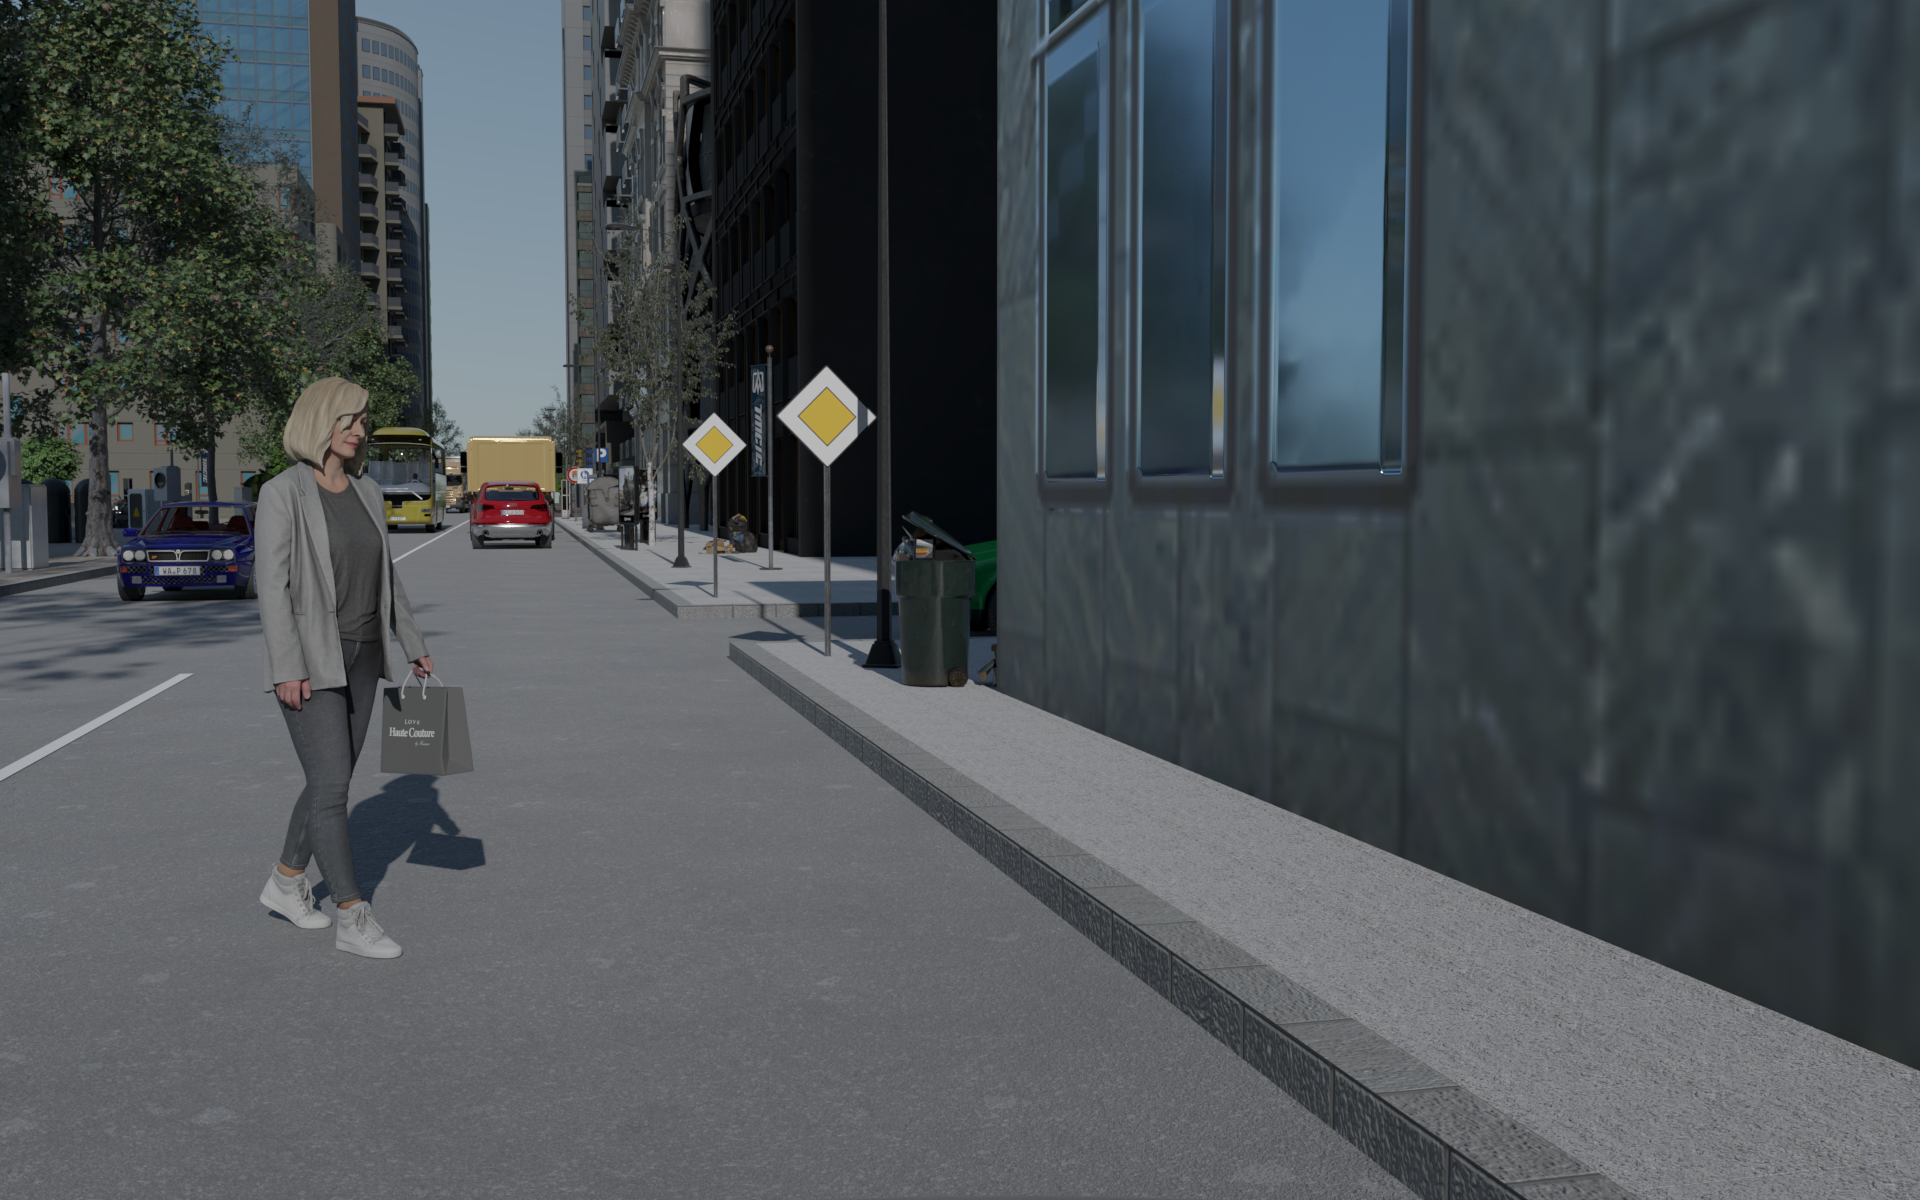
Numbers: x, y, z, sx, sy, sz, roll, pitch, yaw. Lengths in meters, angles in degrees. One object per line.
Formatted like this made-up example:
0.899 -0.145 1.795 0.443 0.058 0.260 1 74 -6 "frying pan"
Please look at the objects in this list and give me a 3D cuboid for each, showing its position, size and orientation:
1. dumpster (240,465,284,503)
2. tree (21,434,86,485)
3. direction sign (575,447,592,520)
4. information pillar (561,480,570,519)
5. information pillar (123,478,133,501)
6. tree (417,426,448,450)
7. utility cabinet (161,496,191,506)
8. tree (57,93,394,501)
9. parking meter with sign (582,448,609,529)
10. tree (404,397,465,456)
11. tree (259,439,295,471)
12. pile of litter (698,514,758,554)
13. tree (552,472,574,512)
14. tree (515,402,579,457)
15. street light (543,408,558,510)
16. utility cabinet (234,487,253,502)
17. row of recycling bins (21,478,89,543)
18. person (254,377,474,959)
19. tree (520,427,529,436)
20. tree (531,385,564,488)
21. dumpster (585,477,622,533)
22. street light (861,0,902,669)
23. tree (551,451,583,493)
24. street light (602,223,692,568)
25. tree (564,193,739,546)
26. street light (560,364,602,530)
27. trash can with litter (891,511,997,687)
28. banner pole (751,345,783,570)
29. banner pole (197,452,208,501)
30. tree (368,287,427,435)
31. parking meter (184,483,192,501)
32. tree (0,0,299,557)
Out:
-23.231 -3.401 58.092 1.502 2.255 1.985 -1 4 -14 "dumpster"
-42.763 -5.952 81.024 4.285 4.588 4.351 0 3 0 "tree"
-18.271 -5.639 84.203 0.876 3.537 0.379 -3 4 -37 "direction sign"
-20.206 -5.152 88.731 0.304 2.012 0.304 1 4 11 "information pillar"
-38.320 -4.605 79.789 0.304 2.012 0.304 0 4 7 "information pillar"
-54.564 -13.896 177.563 4.360 8.622 3.978 0 3 0 "tree"
-28.496 -3.167 62.934 1.020 1.237 0.306 -3 5 -42 "utility cabinet"
-21.903 -8.547 50.113 12.009 13.543 11.850 0 3 0 "tree"
-13.634 -4.180 64.602 0.543 3.016 1.738 0 4 7 "parking meter with sign"
-50.481 -14.099 164.931 7.601 10.594 8.767 -1 4 -11 "tree"
-23.949 -4.048 60.785 1.663 3.219 1.824 0 3 0 "tree"
-5.072 -1.448 37.640 1.176 0.858 1.719 3 4 39 "pile of litter"
-28.973 -8.009 125.548 1.663 3.219 1.824 0 3 0 "tree"
-41.647 -14.704 174.826 8.767 10.594 7.601 -1 4 -21 "tree"
-21.719 -7.437 94.131 1.470 5.913 1.316 -1 4 -14 "street light"
-21.572 -2.661 52.187 0.318 1.500 1.173 -2 4 -34 "utility cabinet"
-24.184 -2.348 45.502 3.534 1.692 1.069 0 4 1 "row of recycling bins"
-1.981 0.189 5.593 0.728 1.800 0.709 2 4 29 "person"
-35.810 -12.226 150.263 4.360 8.622 3.978 0 3 0 "tree"
-25.239 -9.879 111.883 4.360 8.622 3.978 0 3 0 "tree"
-11.880 -3.198 58.050 1.264 1.857 1.865 -1 4 -14 "dumpster"
-1.089 -2.449 12.586 1.470 5.913 1.316 -1 4 -14 "street light"
-29.829 -8.920 129.554 4.285 4.588 4.351 0 3 0 "tree"
-5.393 -3.511 29.945 1.470 5.913 1.316 -1 4 -14 "street light"
-7.550 -5.630 42.407 4.360 8.622 3.978 0 3 0 "tree"
-13.481 -5.476 62.075 1.470 5.913 1.316 -1 4 -14 "street light"
0.068 -0.019 11.694 1.055 1.170 0.624 0 4 -3 "trash can with litter"
-3.342 -2.411 29.438 0.401 3.779 0.863 -3 4 -36 "banner pole"
-31.423 -5.004 71.840 0.401 3.779 0.863 1 4 18 "banner pole"
-30.965 -10.261 84.778 9.611 12.733 9.660 0 3 0 "tree"
-39.138 -5.025 87.867 0.255 1.863 0.399 0 4 -4 "parking meter"
-17.659 -7.245 35.471 9.611 12.733 9.660 0 3 0 "tree"
